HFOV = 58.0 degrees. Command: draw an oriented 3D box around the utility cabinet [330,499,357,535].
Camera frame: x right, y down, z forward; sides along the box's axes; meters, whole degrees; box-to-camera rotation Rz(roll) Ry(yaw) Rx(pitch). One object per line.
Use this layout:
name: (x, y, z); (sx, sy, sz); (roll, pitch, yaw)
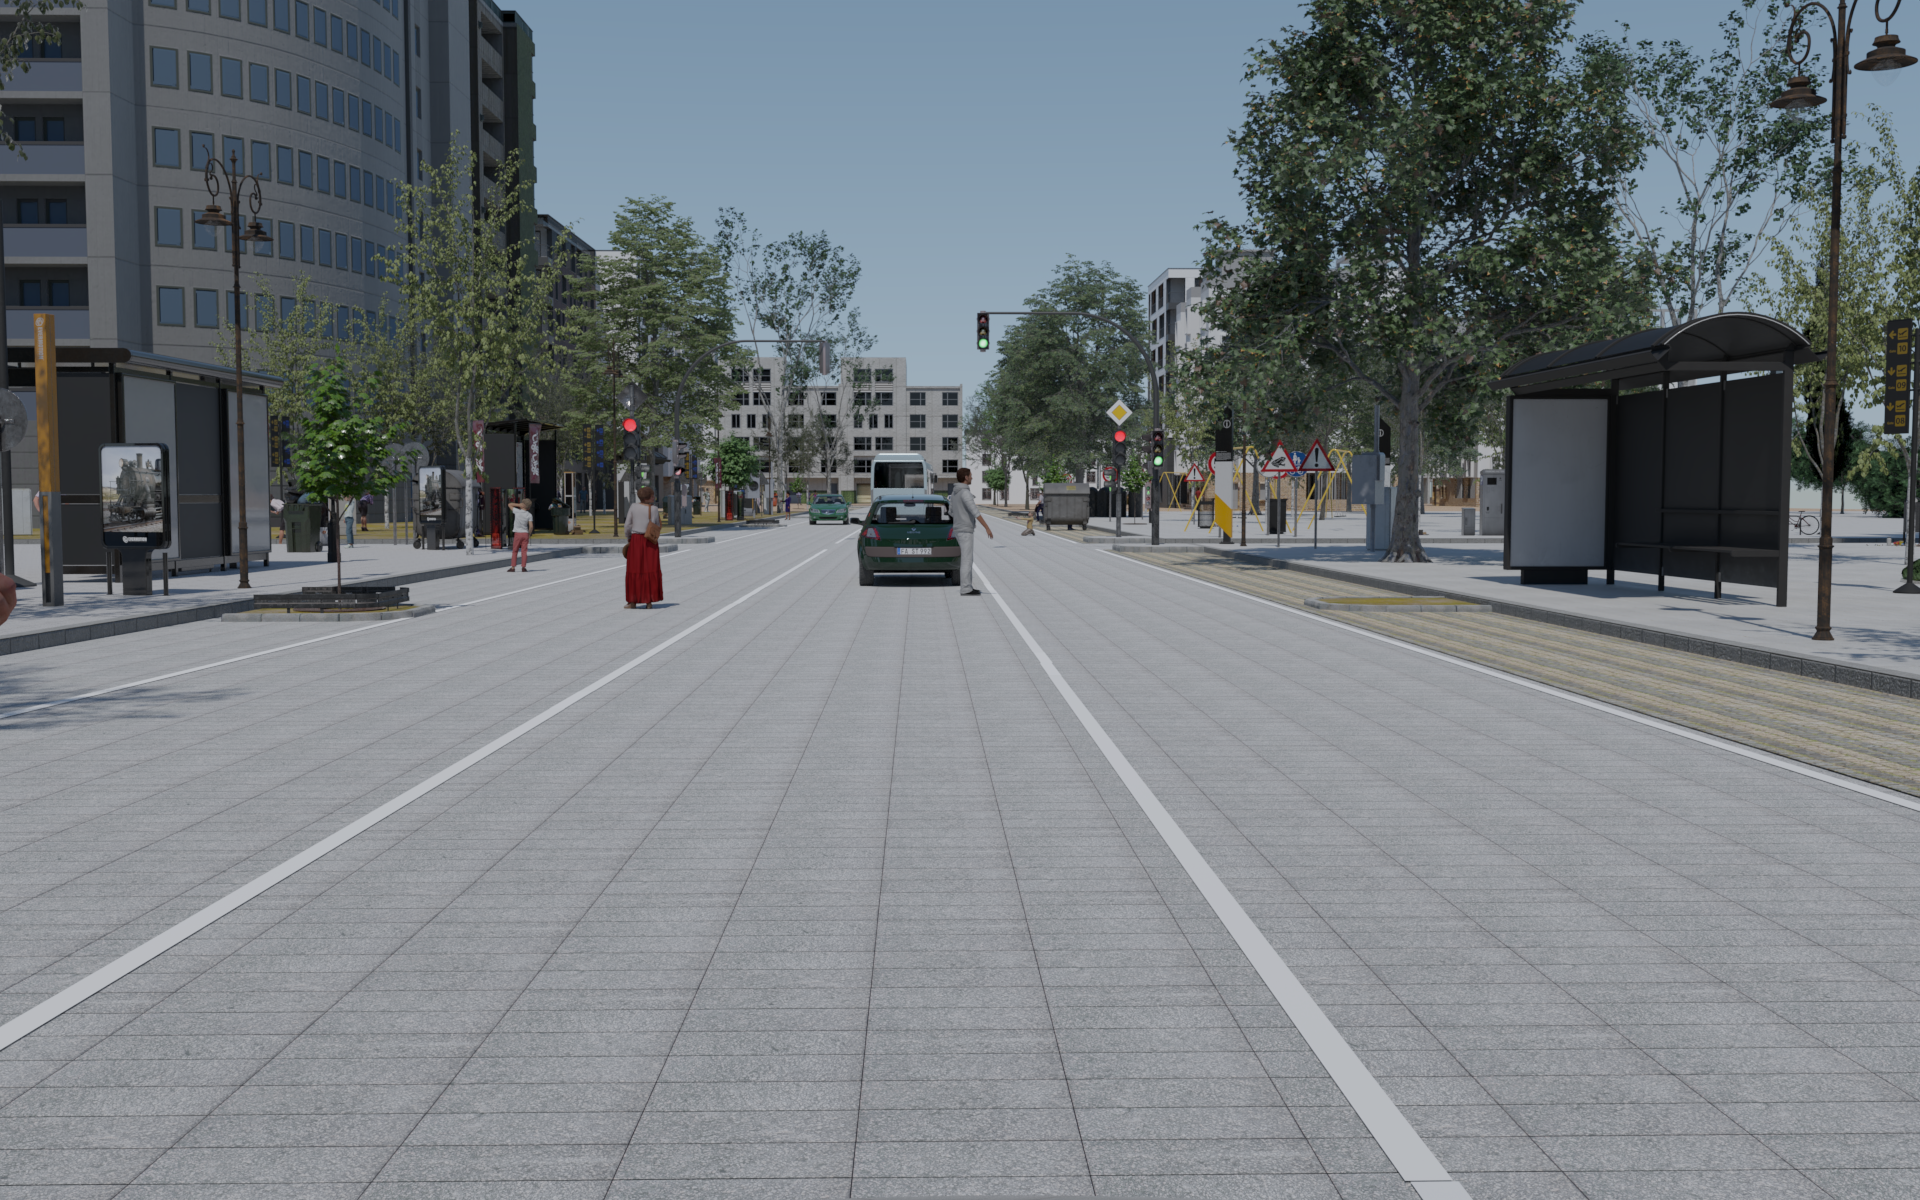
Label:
utility cabinet: (-19.222, -2.728, 53.279); (1.173, 1.500, 0.318); (-3, 4, -37)

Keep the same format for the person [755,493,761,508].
person: (-14.368, -7.096, 122.733); (0.551, 1.740, 0.621); (-1, 4, -11)

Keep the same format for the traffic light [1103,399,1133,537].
traffic light: (4.690, -3.818, 51.345); (0.839, 4.253, 0.868); (0, 4, -1)

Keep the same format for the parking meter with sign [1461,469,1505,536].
parking meter with sign: (16.392, -3.493, 53.372); (1.738, 3.016, 0.543); (0, 4, 3)

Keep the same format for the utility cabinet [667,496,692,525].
utility cabinet: (-11.782, -3.775, 72.885); (1.020, 1.237, 0.306); (-3, 5, -39)

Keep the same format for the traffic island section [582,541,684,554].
traffic island section: (-8.163, -1.278, 43.181); (2.009, 0.180, 2.903); (0, 4, -1)

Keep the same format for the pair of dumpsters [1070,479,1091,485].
pair of dumpsters: (6.962, -6.254, 104.750); (1.574, 2.255, 4.437); (0, 4, -1)

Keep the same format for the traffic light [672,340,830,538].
traffic light: (-6.218, -4.676, 51.113); (4.771, 5.953, 1.251); (0, 4, -1)

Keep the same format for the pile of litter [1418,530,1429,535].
pile of litter: (13.887, -2.473, 54.406); (1.176, 0.858, 1.719); (-2, 4, -33)

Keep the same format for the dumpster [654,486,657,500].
dumpster: (-15.499, -4.954, 83.487); (1.502, 2.255, 1.985); (0, 4, -1)

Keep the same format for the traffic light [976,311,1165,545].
traffic light: (2.785, -4.190, 43.173); (4.771, 5.953, 1.251); (0, 4, -1)

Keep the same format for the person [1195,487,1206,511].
person: (18.408, -7.789, 133.331); (0.705, 1.831, 1.348); (-3, 4, -38)

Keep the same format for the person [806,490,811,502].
person: (-17.529, -11.836, 200.485); (0.541, 1.710, 0.530); (-1, 4, -10)

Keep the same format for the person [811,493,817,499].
person: (-14.210, -9.878, 170.767); (0.991, 1.433, 0.599); (0, 4, 0)

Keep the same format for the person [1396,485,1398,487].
person: (23.146, -5.185, 91.547); (0.841, 1.734, 0.376); (1, 4, 9)

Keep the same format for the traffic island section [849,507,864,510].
traffic island section: (-11.000, -9.616, 180.087); (1.991, 0.108, 1.994); (0, 4, -1)

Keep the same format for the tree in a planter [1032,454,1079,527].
tree in a planter: (4.160, -4.820, 76.023); (1.991, 3.239, 1.994); (0, 4, -1)

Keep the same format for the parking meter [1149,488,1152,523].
parking meter: (8.494, -4.145, 76.185); (0.372, 1.533, 0.369); (0, 3, 0)

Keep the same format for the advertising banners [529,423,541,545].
advertising banners: (-10.808, -2.820, 42.298); (0.090, 3.025, 2.074); (1, 4, 21)

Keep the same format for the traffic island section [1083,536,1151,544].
traffic island section: (4.730, -1.785, 51.460); (2.009, 0.180, 2.903); (0, 4, -1)

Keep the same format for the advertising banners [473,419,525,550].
advertising banners: (-10.780, -2.695, 40.259); (0.090, 3.025, 2.074); (-3, 5, -44)

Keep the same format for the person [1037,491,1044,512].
person: (5.653, -6.966, 121.391); (0.566, 1.644, 0.517); (-1, 4, -15)

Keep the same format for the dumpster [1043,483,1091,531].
dumpster: (4.148, -3.636, 67.669); (1.865, 1.857, 1.264); (0, 4, 0)

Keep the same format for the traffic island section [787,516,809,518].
traffic island section: (-9.230, -4.918, 103.270); (1.991, 0.108, 1.994); (0, 4, -1)

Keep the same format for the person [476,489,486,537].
person: (-14.307, -2.708, 51.133); (0.431, 1.722, 0.655); (3, 4, 39)

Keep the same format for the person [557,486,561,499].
person: (-20.344, -4.916, 87.334); (0.541, 1.710, 0.530); (2, 4, 24)

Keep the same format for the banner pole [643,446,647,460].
banner pole: (-15.754, -5.957, 87.415); (0.401, 3.779, 0.863); (3, 5, 40)

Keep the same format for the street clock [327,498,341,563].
street clock: (-11.737, -1.704, 32.428); (0.471, 2.002, 0.358); (-3, 5, -43)

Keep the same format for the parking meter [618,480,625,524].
parking meter: (-14.616, -4.221, 74.729); (0.255, 1.863, 0.399); (-1, 4, -12)

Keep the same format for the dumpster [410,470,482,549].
dumpster: (-12.179, -2.157, 41.021); (1.264, 1.857, 1.865); (0, 4, -1)

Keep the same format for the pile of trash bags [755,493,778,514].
pile of trash bags: (-13.637, -6.365, 113.823); (3.447, 1.369, 1.912); (-1, 4, -21)

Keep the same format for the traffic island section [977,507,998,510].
traffic island section: (2.366, -8.008, 153.796); (1.991, 0.108, 1.994); (0, 4, -1)

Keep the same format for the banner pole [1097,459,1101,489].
banner pole: (8.463, -7.065, 105.536); (0.401, 3.779, 0.863); (2, 4, 25)

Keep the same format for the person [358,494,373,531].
person: (-20.414, -3.075, 59.556); (0.421, 1.427, 0.697); (1, 4, 22)

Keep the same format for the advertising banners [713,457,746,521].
advertising banners: (-11.097, -5.331, 83.352); (0.090, 3.025, 2.074); (3, 4, 39)

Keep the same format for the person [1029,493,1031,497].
person: (5.846, -8.556, 147.396); (0.415, 1.643, 0.593); (-3, 4, -37)

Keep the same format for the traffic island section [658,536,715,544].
traffic island section: (-8.348, -1.767, 51.164); (2.009, 0.180, 2.903); (0, 4, -1)

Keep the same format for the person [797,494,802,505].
person: (-18.361, -11.773, 198.402); (0.709, 1.838, 0.599); (1, 4, 9)

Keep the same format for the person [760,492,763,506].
person: (-22.088, -11.295, 190.745); (1.348, 1.821, 0.705); (1, 4, 11)

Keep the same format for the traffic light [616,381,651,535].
traffic light: (-8.123, -3.310, 43.047); (0.839, 4.253, 0.868); (0, 4, -1)

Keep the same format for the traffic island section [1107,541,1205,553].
traffic island section: (4.915, -1.296, 43.477); (2.009, 0.180, 2.903); (0, 4, -1)

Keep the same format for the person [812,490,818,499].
person: (-15.317, -10.763, 182.737); (1.217, 1.735, 0.721); (-2, 4, -26)

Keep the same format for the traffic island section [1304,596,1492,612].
traffic island section: (5.412, 0.062, 21.854); (1.991, 0.108, 1.994); (0, 4, -1)

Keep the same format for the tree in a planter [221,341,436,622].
tree in a planter: (-7.315, -1.412, 20.314); (1.991, 3.239, 1.994); (0, 4, -1)

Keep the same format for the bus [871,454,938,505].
bus: (-2.718, -5.555, 85.684); (2.948, 3.499, 13.247); (0, 4, 1)
